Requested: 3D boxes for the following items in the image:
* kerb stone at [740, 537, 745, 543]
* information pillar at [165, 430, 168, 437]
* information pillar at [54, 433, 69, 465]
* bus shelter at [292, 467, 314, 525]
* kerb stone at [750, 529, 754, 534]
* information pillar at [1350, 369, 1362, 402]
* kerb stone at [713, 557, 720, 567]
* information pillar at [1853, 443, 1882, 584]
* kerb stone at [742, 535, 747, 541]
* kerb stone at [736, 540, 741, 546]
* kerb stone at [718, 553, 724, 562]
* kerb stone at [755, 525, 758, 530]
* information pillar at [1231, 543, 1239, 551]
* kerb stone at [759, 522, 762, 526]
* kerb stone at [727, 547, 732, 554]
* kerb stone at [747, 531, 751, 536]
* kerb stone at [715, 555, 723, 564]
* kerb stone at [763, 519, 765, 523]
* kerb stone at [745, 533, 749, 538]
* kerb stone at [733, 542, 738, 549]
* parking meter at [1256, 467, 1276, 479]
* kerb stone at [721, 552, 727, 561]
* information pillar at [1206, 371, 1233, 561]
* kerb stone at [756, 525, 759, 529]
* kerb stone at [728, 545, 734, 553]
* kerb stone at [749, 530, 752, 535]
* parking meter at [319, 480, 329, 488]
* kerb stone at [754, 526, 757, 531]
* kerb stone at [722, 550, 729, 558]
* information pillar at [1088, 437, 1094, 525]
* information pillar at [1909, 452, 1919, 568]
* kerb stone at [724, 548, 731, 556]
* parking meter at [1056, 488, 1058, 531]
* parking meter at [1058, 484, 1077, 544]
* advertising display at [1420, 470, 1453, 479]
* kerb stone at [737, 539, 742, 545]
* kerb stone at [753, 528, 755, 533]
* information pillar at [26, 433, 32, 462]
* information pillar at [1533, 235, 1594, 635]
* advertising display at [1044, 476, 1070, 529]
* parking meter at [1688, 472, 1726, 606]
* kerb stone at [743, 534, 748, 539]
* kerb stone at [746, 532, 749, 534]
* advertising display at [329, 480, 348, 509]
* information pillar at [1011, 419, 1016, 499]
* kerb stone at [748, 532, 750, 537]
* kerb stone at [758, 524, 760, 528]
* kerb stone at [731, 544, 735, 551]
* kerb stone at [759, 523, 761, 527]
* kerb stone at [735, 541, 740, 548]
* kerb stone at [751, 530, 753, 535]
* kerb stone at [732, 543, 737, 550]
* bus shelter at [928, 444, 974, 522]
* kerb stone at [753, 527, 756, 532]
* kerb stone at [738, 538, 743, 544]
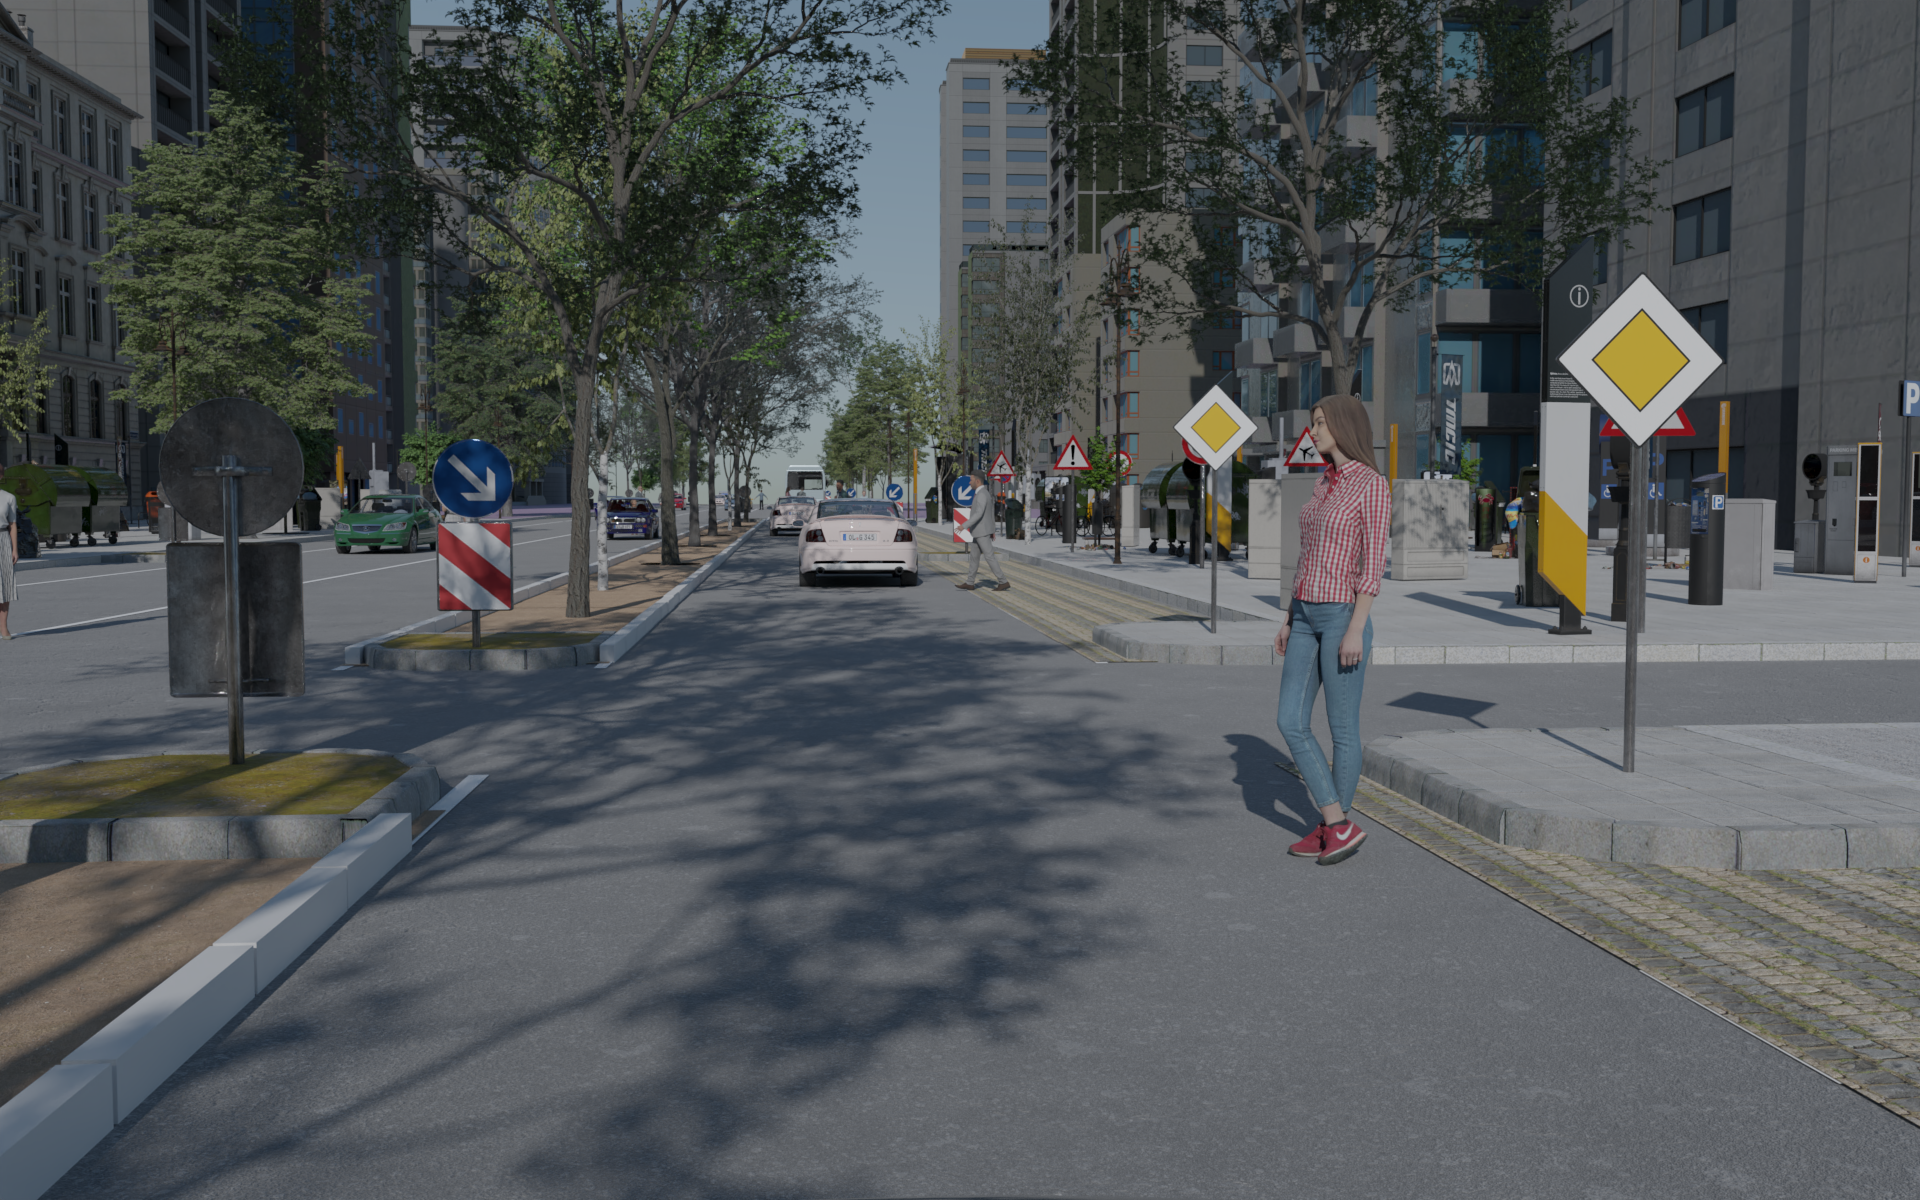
[{"bbox_3d":[-6.222,-1.628,48.866,0.120,0.150,1.000,0,4,-5],"label":"kerb stone"},{"bbox_3d":[-24.469,-3.801,53.498,0.183,3.616,0.504,-2,4,-28],"label":"information pillar"},{"bbox_3d":[-34.498,-4.599,66.547,0.504,3.616,0.183,-1,4,-18],"label":"information pillar"},{"bbox_3d":[-26.089,-4.589,66.311,1.731,3.624,6.357,0,4,-5],"label":"bus shelter"},{"bbox_3d":[-7.201,-2.253,59.059,0.120,0.150,1.000,0,4,-5],"label":"kerb stone"},{"bbox_3d":[7.350,-2.513,32.435,0.183,3.616,0.504,3,5,44],"label":"information pillar"},{"bbox_3d":[-4.781,-0.688,33.569,0.120,0.150,1.000,0,4,-5],"label":"kerb stone"},{"bbox_3d":[13.063,-1.251,24.942,0.304,2.012,0.304,2,4,24],"label":"information pillar"},{"bbox_3d":[-6.422,-1.756,50.904,0.120,0.150,1.000,0,4,-5],"label":"kerb stone"},{"bbox_3d":[-5.936,-1.443,45.806,0.120,0.150,1.000,0,4,-5],"label":"kerb stone"},{"bbox_3d":[-4.978,-0.821,35.615,0.120,0.150,1.000,0,4,-5],"label":"kerb stone"},{"bbox_3d":[-7.770,-2.627,65.180,0.120,0.150,1.000,0,4,-5],"label":"kerb stone"},{"bbox_3d":[6.164,-2.131,39.328,0.304,2.012,0.304,2,4,25],"label":"information pillar"},{"bbox_3d":[-8.451,-3.066,72.331,0.120,0.150,1.000,0,4,-5],"label":"kerb stone"},{"bbox_3d":[-5.357,-1.067,39.686,0.120,0.150,1.000,0,4,-5],"label":"kerb stone"},{"bbox_3d":[-6.907,-2.067,55.993,0.120,0.150,1.000,0,4,-5],"label":"kerb stone"},{"bbox_3d":[-4.871,-0.758,34.588,0.120,0.150,1.000,0,4,-5],"label":"kerb stone"},{"bbox_3d":[-9.131,-3.499,79.458,0.120,0.150,1.000,0,4,-5],"label":"kerb stone"},{"bbox_3d":[-6.612,-1.876,52.940,0.120,0.150,1.000,0,4,-5],"label":"kerb stone"},{"bbox_3d":[-5.750,-1.320,43.770,0.120,0.150,1.000,0,4,-5],"label":"kerb stone"},{"bbox_3d":[6.495,-1.907,36.890,0.399,1.863,0.255,-1,4,-22],"label":"parking meter"},{"bbox_3d":[-5.066,-0.879,36.634,0.120,0.150,1.000,0,4,-5],"label":"kerb stone"},{"bbox_3d":[4.962,-2.550,33.042,0.504,3.616,0.183,-1,4,-12],"label":"information pillar"},{"bbox_3d":[-7.868,-2.691,66.201,0.120,0.150,1.000,0,4,-5],"label":"kerb stone"},{"bbox_3d":[-5.453,-1.133,40.713,0.120,0.150,1.000,0,4,-5],"label":"kerb stone"},{"bbox_3d":[-6.998,-2.128,57.019,0.120,0.150,1.000,0,4,-5],"label":"kerb stone"},{"bbox_3d":[-26.389,-4.051,71.941,0.255,1.863,0.399,1,4,13],"label":"parking meter"},{"bbox_3d":[-7.583,-2.504,63.145,0.120,0.150,1.000,0,4,-5],"label":"kerb stone"},{"bbox_3d":[-5.167,-0.935,37.651,0.120,0.150,1.000,0,4,-5],"label":"kerb stone"},{"bbox_3d":[5.413,-4.912,71.669,0.183,3.616,0.504,2,4,31],"label":"information pillar"},{"bbox_3d":[16.830,-1.575,30.249,0.304,2.012,0.304,-2,4,-34],"label":"information pillar"},{"bbox_3d":[-5.256,-1.005,38.669,0.120,0.150,1.000,0,4,-5],"label":"kerb stone"},{"bbox_3d":[3.400,-3.041,58.127,0.372,1.533,0.369,0,3,0],"label":"parking meter"},{"bbox_3d":[2.845,-2.238,44.997,0.372,1.533,0.369,0,3,0],"label":"parking meter"},{"bbox_3d":[12.938,-2.558,47.032,0.974,1.923,0.123,-1,4,-20],"label":"advertising display"},{"bbox_3d":[-6.030,-1.506,46.823,0.120,0.150,1.000,0,4,-5],"label":"kerb stone"},{"bbox_3d":[-7.386,-2.380,61.105,0.120,0.150,1.000,0,4,-5],"label":"kerb stone"},{"bbox_3d":[-35.675,-4.591,66.419,0.183,3.616,0.504,-1,4,-19],"label":"information pillar"},{"bbox_3d":[5.508,-1.491,15.726,0.504,3.616,0.183,-1,4,-18],"label":"information pillar"},{"bbox_3d":[3.520,-3.518,62.733,0.974,1.923,0.123,2,4,25],"label":"advertising display"},{"bbox_3d":[8.646,-0.712,20.045,0.372,1.533,0.369,0,3,0],"label":"parking meter"},{"bbox_3d":[-6.515,-1.818,51.921,0.120,0.150,1.000,0,4,-5],"label":"kerb stone"},{"bbox_3d":[-6.713,-1.943,53.957,0.120,0.150,1.000,0,4,-5],"label":"kerb stone"},{"bbox_3d":[-28.241,-4.480,78.467,0.974,1.923,0.123,-2,4,-31],"label":"advertising display"},{"bbox_3d":[1.640,-3.751,52.680,0.183,3.616,0.504,1,4,11],"label":"information pillar"},{"bbox_3d":[-6.811,-2.005,54.974,0.120,0.150,1.000,0,4,-5],"label":"kerb stone"},{"bbox_3d":[-8.058,-2.815,68.237,0.120,0.150,1.000,0,4,-5],"label":"kerb stone"},{"bbox_3d":[-5.553,-1.195,41.730,0.120,0.150,1.000,0,4,-5],"label":"kerb stone"},{"bbox_3d":[-8.259,-2.940,70.276,0.120,0.150,1.000,0,4,-5],"label":"kerb stone"},{"bbox_3d":[-5.835,-1.382,44.789,0.120,0.150,1.000,0,4,-5],"label":"kerb stone"},{"bbox_3d":[-7.093,-2.192,58.039,0.120,0.150,1.000,0,4,-5],"label":"kerb stone"},{"bbox_3d":[-5.651,-1.257,42.753,0.120,0.150,1.000,0,4,-5],"label":"kerb stone"},{"bbox_3d":[-0.428,-5.601,82.864,1.731,3.624,6.357,0,4,-6],"label":"bus shelter"},{"bbox_3d":[-7.484,-2.442,62.123,0.120,0.150,1.000,0,4,-5],"label":"kerb stone"},{"bbox_3d":[-6.128,-1.564,47.845,0.120,0.150,1.000,0,4,-5],"label":"kerb stone"}]
